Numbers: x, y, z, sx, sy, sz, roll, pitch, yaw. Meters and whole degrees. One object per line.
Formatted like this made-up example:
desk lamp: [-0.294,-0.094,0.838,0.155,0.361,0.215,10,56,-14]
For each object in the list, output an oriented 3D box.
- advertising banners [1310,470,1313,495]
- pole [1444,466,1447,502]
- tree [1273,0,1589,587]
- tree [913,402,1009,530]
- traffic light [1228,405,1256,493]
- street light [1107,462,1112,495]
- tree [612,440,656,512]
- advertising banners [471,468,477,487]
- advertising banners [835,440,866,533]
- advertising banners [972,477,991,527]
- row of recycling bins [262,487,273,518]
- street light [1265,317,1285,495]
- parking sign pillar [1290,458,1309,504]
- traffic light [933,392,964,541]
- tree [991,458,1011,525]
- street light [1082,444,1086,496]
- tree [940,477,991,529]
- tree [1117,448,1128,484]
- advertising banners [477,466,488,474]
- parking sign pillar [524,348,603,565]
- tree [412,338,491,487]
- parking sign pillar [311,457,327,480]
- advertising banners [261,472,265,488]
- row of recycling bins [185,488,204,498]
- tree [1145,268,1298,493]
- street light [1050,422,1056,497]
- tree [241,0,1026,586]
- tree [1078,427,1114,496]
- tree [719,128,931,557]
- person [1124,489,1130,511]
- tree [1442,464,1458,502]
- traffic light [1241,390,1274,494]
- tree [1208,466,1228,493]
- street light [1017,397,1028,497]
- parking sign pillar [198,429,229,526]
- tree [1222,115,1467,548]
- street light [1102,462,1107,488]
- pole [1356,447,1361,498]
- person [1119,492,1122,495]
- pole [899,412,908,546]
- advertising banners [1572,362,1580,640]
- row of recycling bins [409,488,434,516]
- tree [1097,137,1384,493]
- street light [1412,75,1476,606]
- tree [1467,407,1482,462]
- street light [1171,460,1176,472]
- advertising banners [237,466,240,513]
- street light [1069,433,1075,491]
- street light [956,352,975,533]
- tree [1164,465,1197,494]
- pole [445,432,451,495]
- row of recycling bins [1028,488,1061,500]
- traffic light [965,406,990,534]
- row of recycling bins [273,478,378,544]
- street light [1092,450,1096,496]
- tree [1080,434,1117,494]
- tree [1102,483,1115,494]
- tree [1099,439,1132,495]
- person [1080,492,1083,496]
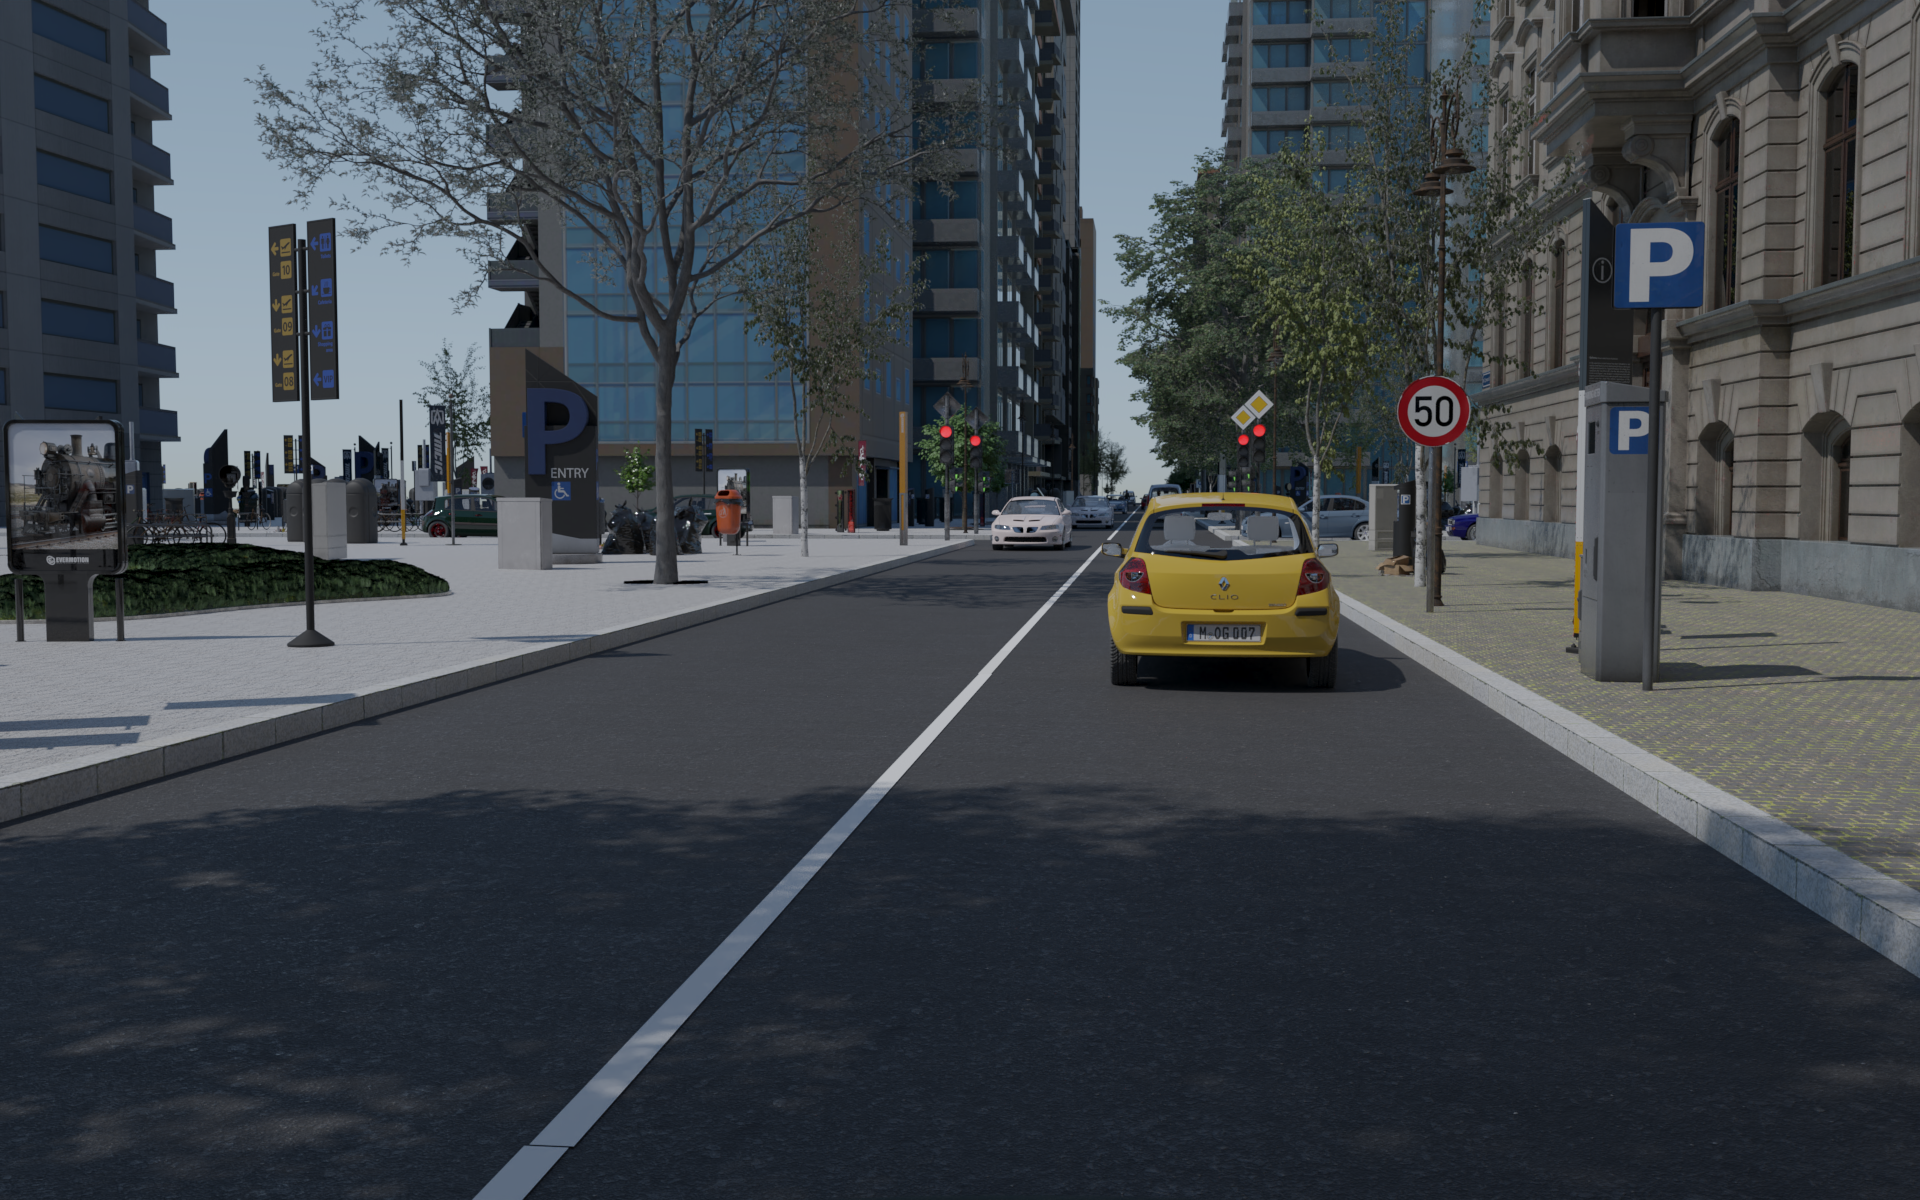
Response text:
advertising banners: [25.295,-7.808,123.848,0.090,3.025,2.074,0,4,-3]
pole: [34.765,-7.963,124.032,0.158,3.312,0.155,0,3,0]
tree: [6.340,-4.477,23.556,4.360,8.622,3.978,0,3,0]
tree: [0.063,-4.778,61.833,4.285,4.588,4.351,0,3,0]
traffic light: [8.903,-4.021,54.664,0.839,4.253,0.868,0,4,6]
street light: [20.481,-16.366,240.374,0.468,5.910,1.993,0,4,6]
tree: [-11.401,-4.086,61.413,1.663,3.219,1.824,0,3,0]
advertising banners: [-33.372,-7.346,116.294,2.074,3.025,0.090,-1,4,-12]
advertising banners: [-3.593,-3.722,57.048,0.090,3.025,2.074,-2,4,-32]
advertising banners: [0.877,-4.401,68.145,0.090,3.025,2.074,-1,4,-20]
row of recycling bins: [-37.984,-5.456,96.311,1.069,1.692,3.534,0,4,-6]
street light: [8.260,-4.442,45.412,0.468,5.910,1.993,0,4,6]
parking sign pillar: [23.717,-8.107,121.018,1.447,3.967,1.447,3,5,39]
traffic light: [-0.334,-3.591,47.630,0.839,4.253,0.868,0,4,6]
tree: [1.005,-4.791,72.934,1.663,3.219,1.824,0,3,0]
street light: [11.281,-11.311,157.728,0.468,5.910,1.993,0,4,6]
tree: [0.087,-4.284,64.638,1.663,3.219,1.824,0,3,0]
tree: [23.932,-19.530,269.673,4.737,8.622,4.395,0,3,0]
advertising banners: [-28.832,-6.815,107.617,2.074,3.025,0.090,1,4,9]
parking sign pillar: [-7.372,-2.666,32.060,1.447,3.967,1.447,0,4,-5]
tree: [-23.757,-8.082,82.510,4.737,8.622,4.395,0,3,0]
parking sign pillar: [-42.878,-7.767,115.456,1.447,3.967,1.447,-3,5,-39]
advertising banners: [-53.720,-8.454,134.415,2.074,3.025,0.090,3,5,42]
row of recycling bins: [-54.399,-7.126,123.625,1.069,1.692,3.534,0,4,4]
tree: [12.752,-10.279,86.192,7.486,12.596,7.792,0,3,0]
street light: [5.823,-8.308,108.629,0.468,5.910,1.993,0,4,6]
tree: [-4.243,-6.981,24.517,12.009,13.543,11.850,0,3,0]
tree: [14.781,-14.598,189.039,4.360,8.622,3.978,0,3,0]
tree: [-2.990,-5.178,35.023,4.360,8.622,3.978,0,3,0]
person: [13.838,-8.285,143.982,0.705,1.821,1.348,2,4,35]
tree: [31.037,-7.047,109.811,1.663,3.219,1.824,0,3,0]
traffic light: [8.028,-3.536,46.727,0.839,4.253,0.868,0,4,6]
tree: [19.140,-11.104,131.917,4.360,8.622,3.978,0,3,0]
street light: [2.975,-6.694,82.237,0.468,5.910,1.993,0,4,6]
parking sign pillar: [-30.554,-5.056,71.134,1.447,3.967,1.447,0,4,5]
tree: [7.407,-5.154,34.636,4.737,8.622,4.395,0,3,0]
street light: [17.627,-14.795,214.677,0.468,5.910,1.993,0,4,6]
pole: [17.128,-4.932,74.475,0.158,3.312,0.155,0,3,0]
person: [22.561,-14.256,242.298,0.721,1.736,1.217,3,4,39]
pole: [-1.401,-3.009,43.044,0.158,3.312,0.155,0,3,0]
advertising banners: [5.596,-1.189,15.623,0.090,3.025,2.074,1,4,20]
row of recycling bins: [-31.419,-5.750,101.128,1.069,1.692,3.534,-2,4,-31]
tree: [10.078,-9.483,61.699,9.857,13.997,8.962,0,3,0]
street light: [5.467,-2.870,19.708,0.468,5.910,1.993,0,4,6]
tree: [37.246,-10.486,121.805,4.737,8.622,4.395,0,3,0]
street light: [29.255,-16.052,235.235,0.468,5.910,1.993,0,4,6]
advertising banners: [-45.038,-6.855,108.264,0.090,3.025,2.074,-1,4,-15]
street light: [8.563,-9.739,132.017,0.468,5.910,1.993,0,4,6]
street light: [0.185,-5.122,56.533,0.468,5.910,1.993,0,4,6]
tree: [25.060,-12.910,194.793,4.285,4.588,4.351,0,3,0]
pole: [-16.808,-3.869,57.098,0.158,3.312,0.155,0,3,0]
row of recycling bins: [5.251,-6.862,119.307,3.534,1.692,1.069,1,4,19]
traffic light: [0.541,-4.076,55.567,0.839,4.253,0.868,0,4,6]
row of recycling bins: [-16.633,-2.364,45.762,3.534,1.692,1.069,3,4,39]
street light: [14.217,-12.883,183.416,0.468,5.910,1.993,0,4,6]
tree: [15.856,-15.665,206.479,4.737,8.622,4.395,0,3,0]
tree: [21.640,-15.936,255.147,1.663,3.219,1.824,0,3,0]
tree: [24.848,-21.606,287.662,8.767,10.594,7.601,3,5,42]
person: [14.456,-12.211,208.878,1.217,1.736,0.721,0,4,7]
